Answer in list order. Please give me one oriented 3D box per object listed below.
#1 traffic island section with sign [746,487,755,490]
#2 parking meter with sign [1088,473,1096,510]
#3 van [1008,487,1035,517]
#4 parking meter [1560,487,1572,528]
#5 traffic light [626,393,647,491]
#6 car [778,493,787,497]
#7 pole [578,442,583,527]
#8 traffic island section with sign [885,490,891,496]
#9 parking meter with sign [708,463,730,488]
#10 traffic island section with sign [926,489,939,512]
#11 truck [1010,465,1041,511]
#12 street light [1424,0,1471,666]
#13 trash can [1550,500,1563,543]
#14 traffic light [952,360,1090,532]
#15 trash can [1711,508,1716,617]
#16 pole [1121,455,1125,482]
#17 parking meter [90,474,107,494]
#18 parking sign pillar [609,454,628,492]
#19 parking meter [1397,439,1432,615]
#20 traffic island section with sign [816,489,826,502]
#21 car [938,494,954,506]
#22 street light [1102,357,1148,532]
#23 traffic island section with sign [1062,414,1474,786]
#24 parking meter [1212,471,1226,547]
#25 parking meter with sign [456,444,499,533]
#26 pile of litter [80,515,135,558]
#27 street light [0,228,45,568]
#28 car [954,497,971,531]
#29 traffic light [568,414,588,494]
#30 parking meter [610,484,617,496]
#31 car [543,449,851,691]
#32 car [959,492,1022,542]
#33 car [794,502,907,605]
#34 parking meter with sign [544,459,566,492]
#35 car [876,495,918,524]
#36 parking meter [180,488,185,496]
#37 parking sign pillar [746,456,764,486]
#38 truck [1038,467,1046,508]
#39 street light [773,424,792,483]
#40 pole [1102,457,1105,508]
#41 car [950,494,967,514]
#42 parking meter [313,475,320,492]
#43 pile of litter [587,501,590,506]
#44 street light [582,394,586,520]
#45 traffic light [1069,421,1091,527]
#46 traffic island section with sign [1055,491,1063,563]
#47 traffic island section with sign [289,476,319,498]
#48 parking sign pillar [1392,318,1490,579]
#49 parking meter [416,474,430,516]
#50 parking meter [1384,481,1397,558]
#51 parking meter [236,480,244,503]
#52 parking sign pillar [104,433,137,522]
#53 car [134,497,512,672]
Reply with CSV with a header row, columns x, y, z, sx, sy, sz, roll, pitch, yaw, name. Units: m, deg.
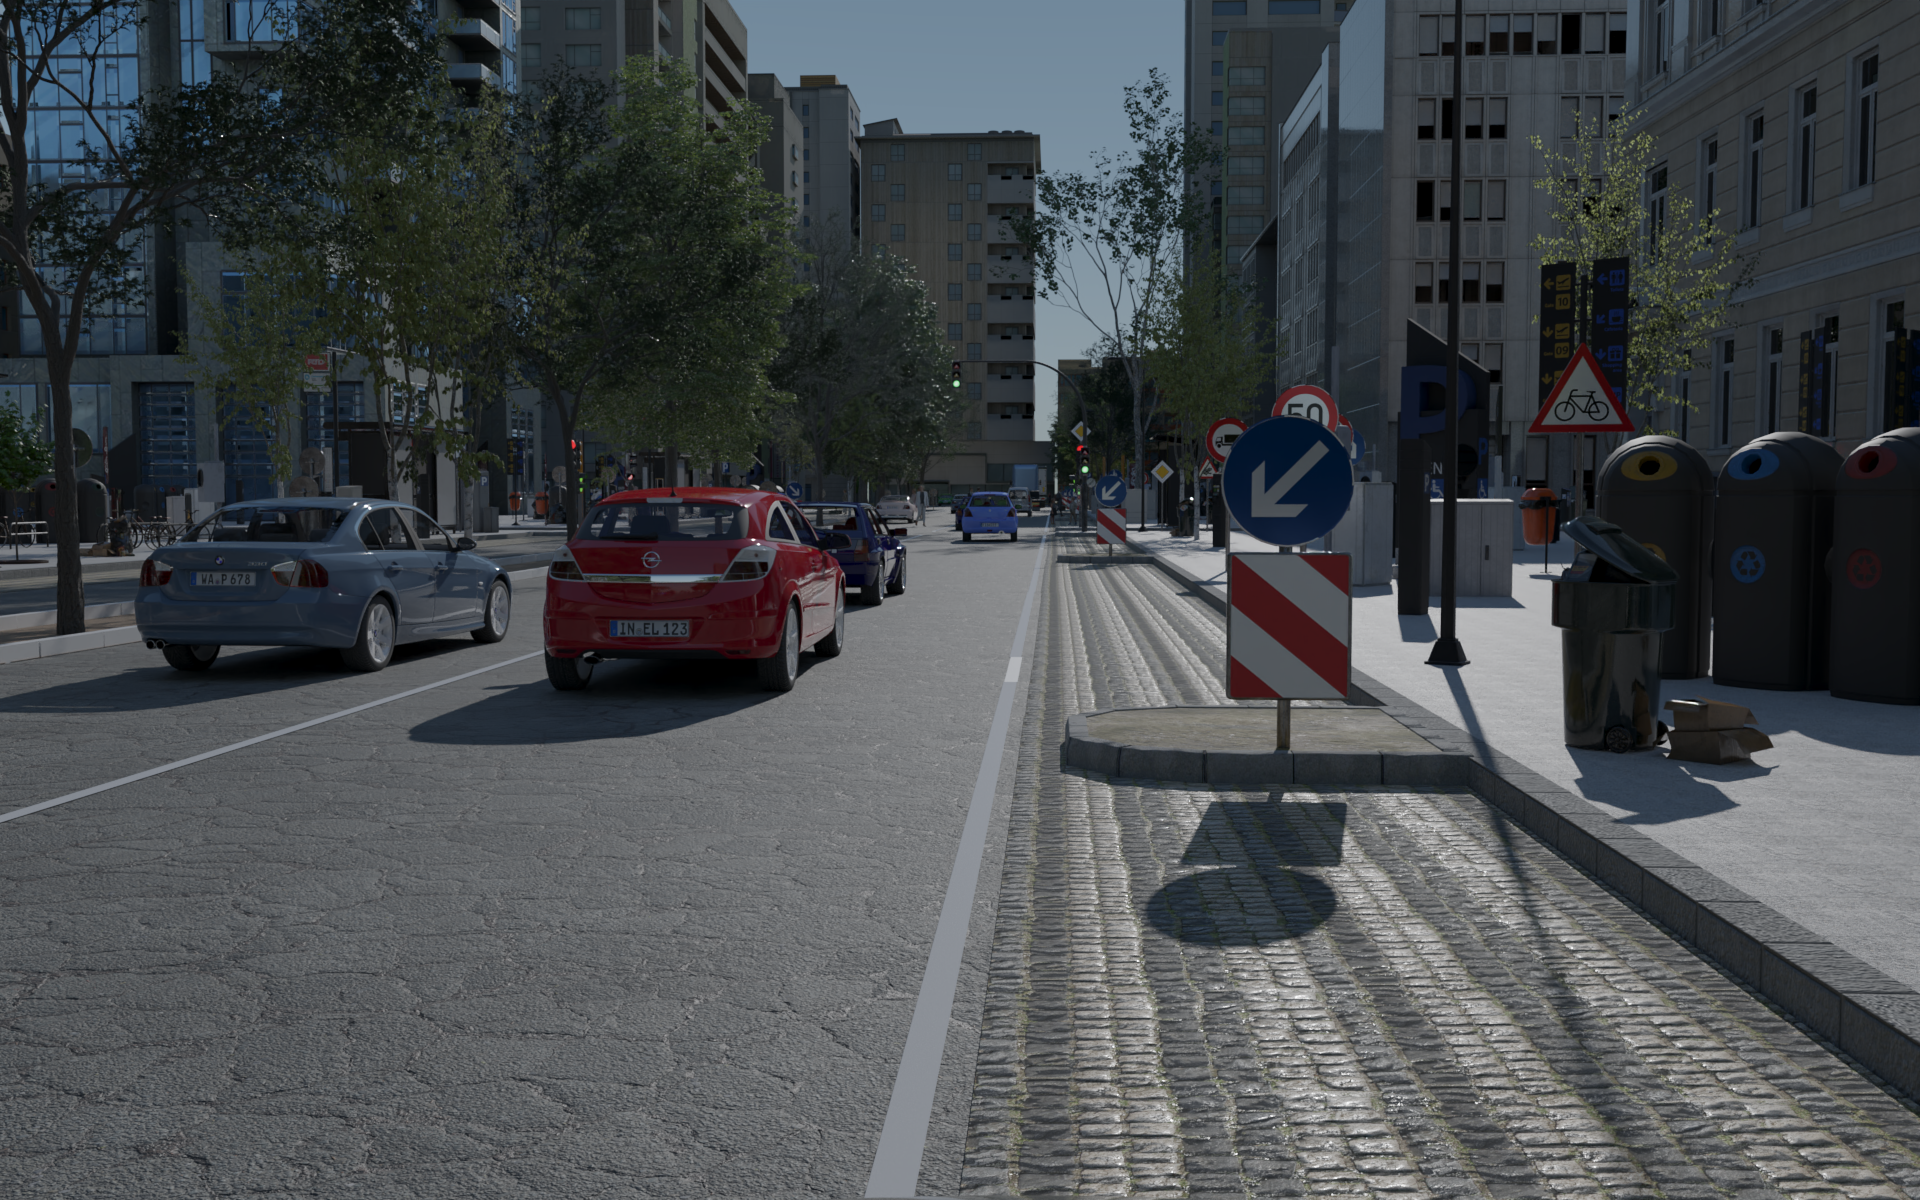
x,y,z,sx,sy,sz,roll,pitch,yaw,name
-11.230,-5.125,92.415,1.989,1.847,2.006,0,4,3,traffic island section with sign
10.694,-8.763,139.541,0.543,3.016,1.738,-1,4,-23,parking meter with sign
3.788,-6.365,111.080,2.013,2.044,4.112,0,4,4,van
22.846,-3.479,65.289,0.372,1.533,0.369,0,3,0,parking meter
-10.755,-5.681,67.545,4.771,5.953,1.251,0,4,3,traffic light
-8.696,-4.301,79.912,1.945,1.707,3.694,0,4,1,car
-14.744,-4.491,67.263,0.158,3.312,0.155,0,3,0,pole
-7.014,-9.846,169.604,1.989,1.847,2.006,0,4,3,traffic island section with sign
-13.562,-6.084,95.728,0.543,3.016,1.738,3,5,42,parking meter with sign
-2.230,-8.193,142.087,2.006,1.907,1.989,0,4,3,traffic island section with sign
5.801,-9.986,153.036,2.967,4.110,18.799,0,4,2,truck
3.146,-2.472,12.954,1.470,5.913,1.316,0,4,3,street light
15.341,-2.051,45.188,0.748,1.137,0.748,0,3,0,trash can
2.110,-5.139,58.689,4.771,5.953,1.251,0,4,3,traffic light
7.822,-0.408,18.321,0.748,1.137,0.748,0,3,0,trash can
8.577,-5.949,91.112,0.158,3.312,0.155,0,3,0,pole
-24.755,-2.696,49.792,0.399,1.863,0.255,-3,5,-41,parking meter
-22.908,-7.808,116.129,1.447,3.967,1.447,3,4,37,parking sign pillar
4.845,-0.780,18.461,0.255,1.863,0.399,2,4,30,parking meter
-9.680,-6.845,120.537,1.989,1.847,2.006,0,4,3,traffic island section with sign
-1.646,-12.039,205.636,1.959,1.807,4.718,0,4,2,car
5.663,-5.265,58.625,1.470,5.913,1.316,0,4,3,street light
1.575,-0.050,9.444,1.989,1.847,2.006,0,4,3,traffic island section with sign
6.307,-2.212,41.871,0.399,1.863,0.255,-3,5,-40,parking meter
-16.081,-3.755,57.656,1.738,3.016,0.543,2,4,32,parking meter with sign
-17.593,-1.329,35.701,1.176,0.858,1.719,-1,4,-11,pile of litter
-16.340,-3.510,29.926,1.470,5.913,1.316,0,4,3,street light
0.725,-3.474,69.380,1.945,1.354,3.894,0,4,2,car
-13.283,-4.326,59.650,0.839,4.253,0.868,0,4,3,traffic light
-20.740,-5.996,103.748,0.399,1.863,0.255,0,4,0,parking meter
-2.013,-0.309,14.092,2.155,1.783,4.494,0,4,3,car
0.940,-2.672,53.283,1.945,1.707,3.694,0,4,2,car
-1.744,-0.680,23.698,1.945,1.354,3.894,0,4,5,car
-19.715,-5.478,85.819,1.738,3.016,0.543,-1,4,-13,parking meter with sign
-3.102,-4.469,85.424,2.083,1.381,4.827,0,4,3,car
-30.690,-3.685,68.665,0.372,1.533,0.369,0,3,0,parking meter
-13.161,-7.516,111.355,1.447,3.967,1.447,3,5,40,parking sign pillar
7.743,-11.840,182.497,2.839,4.237,11.283,0,4,1,truck
-11.746,-8.647,113.926,1.470,5.913,1.316,0,4,3,street light
7.886,-6.180,94.886,0.158,3.312,0.155,0,3,0,pole
0.261,-7.055,127.352,2.014,1.417,4.499,0,4,3,car
-20.242,-2.967,54.224,0.255,1.863,0.399,1,4,17,parking meter
-23.296,-5.899,110.414,1.176,0.858,1.719,1,4,18,pile of litter
-14.257,-5.840,68.024,1.470,5.913,1.316,0,4,3,street light
4.637,-4.757,66.691,0.839,4.253,0.868,0,4,3,traffic light
3.039,-1.696,36.359,1.989,1.847,2.006,0,4,3,traffic island section with sign
-14.231,-1.736,37.008,1.989,1.847,2.006,0,4,3,traffic island section with sign
7.293,-2.306,26.175,1.447,3.967,1.447,3,5,41,parking sign pillar
-15.478,-2.703,49.909,0.255,1.863,0.399,-3,5,-41,parking meter
8.598,-1.615,34.820,0.372,1.533,0.369,0,3,0,parking meter
-30.300,-4.109,72.901,0.255,1.863,0.399,-1,4,-12,parking meter
-36.725,-5.339,75.769,1.447,3.967,1.447,2,4,32,parking sign pillar
-5.430,-0.202,15.312,2.014,1.417,4.499,0,4,5,car
